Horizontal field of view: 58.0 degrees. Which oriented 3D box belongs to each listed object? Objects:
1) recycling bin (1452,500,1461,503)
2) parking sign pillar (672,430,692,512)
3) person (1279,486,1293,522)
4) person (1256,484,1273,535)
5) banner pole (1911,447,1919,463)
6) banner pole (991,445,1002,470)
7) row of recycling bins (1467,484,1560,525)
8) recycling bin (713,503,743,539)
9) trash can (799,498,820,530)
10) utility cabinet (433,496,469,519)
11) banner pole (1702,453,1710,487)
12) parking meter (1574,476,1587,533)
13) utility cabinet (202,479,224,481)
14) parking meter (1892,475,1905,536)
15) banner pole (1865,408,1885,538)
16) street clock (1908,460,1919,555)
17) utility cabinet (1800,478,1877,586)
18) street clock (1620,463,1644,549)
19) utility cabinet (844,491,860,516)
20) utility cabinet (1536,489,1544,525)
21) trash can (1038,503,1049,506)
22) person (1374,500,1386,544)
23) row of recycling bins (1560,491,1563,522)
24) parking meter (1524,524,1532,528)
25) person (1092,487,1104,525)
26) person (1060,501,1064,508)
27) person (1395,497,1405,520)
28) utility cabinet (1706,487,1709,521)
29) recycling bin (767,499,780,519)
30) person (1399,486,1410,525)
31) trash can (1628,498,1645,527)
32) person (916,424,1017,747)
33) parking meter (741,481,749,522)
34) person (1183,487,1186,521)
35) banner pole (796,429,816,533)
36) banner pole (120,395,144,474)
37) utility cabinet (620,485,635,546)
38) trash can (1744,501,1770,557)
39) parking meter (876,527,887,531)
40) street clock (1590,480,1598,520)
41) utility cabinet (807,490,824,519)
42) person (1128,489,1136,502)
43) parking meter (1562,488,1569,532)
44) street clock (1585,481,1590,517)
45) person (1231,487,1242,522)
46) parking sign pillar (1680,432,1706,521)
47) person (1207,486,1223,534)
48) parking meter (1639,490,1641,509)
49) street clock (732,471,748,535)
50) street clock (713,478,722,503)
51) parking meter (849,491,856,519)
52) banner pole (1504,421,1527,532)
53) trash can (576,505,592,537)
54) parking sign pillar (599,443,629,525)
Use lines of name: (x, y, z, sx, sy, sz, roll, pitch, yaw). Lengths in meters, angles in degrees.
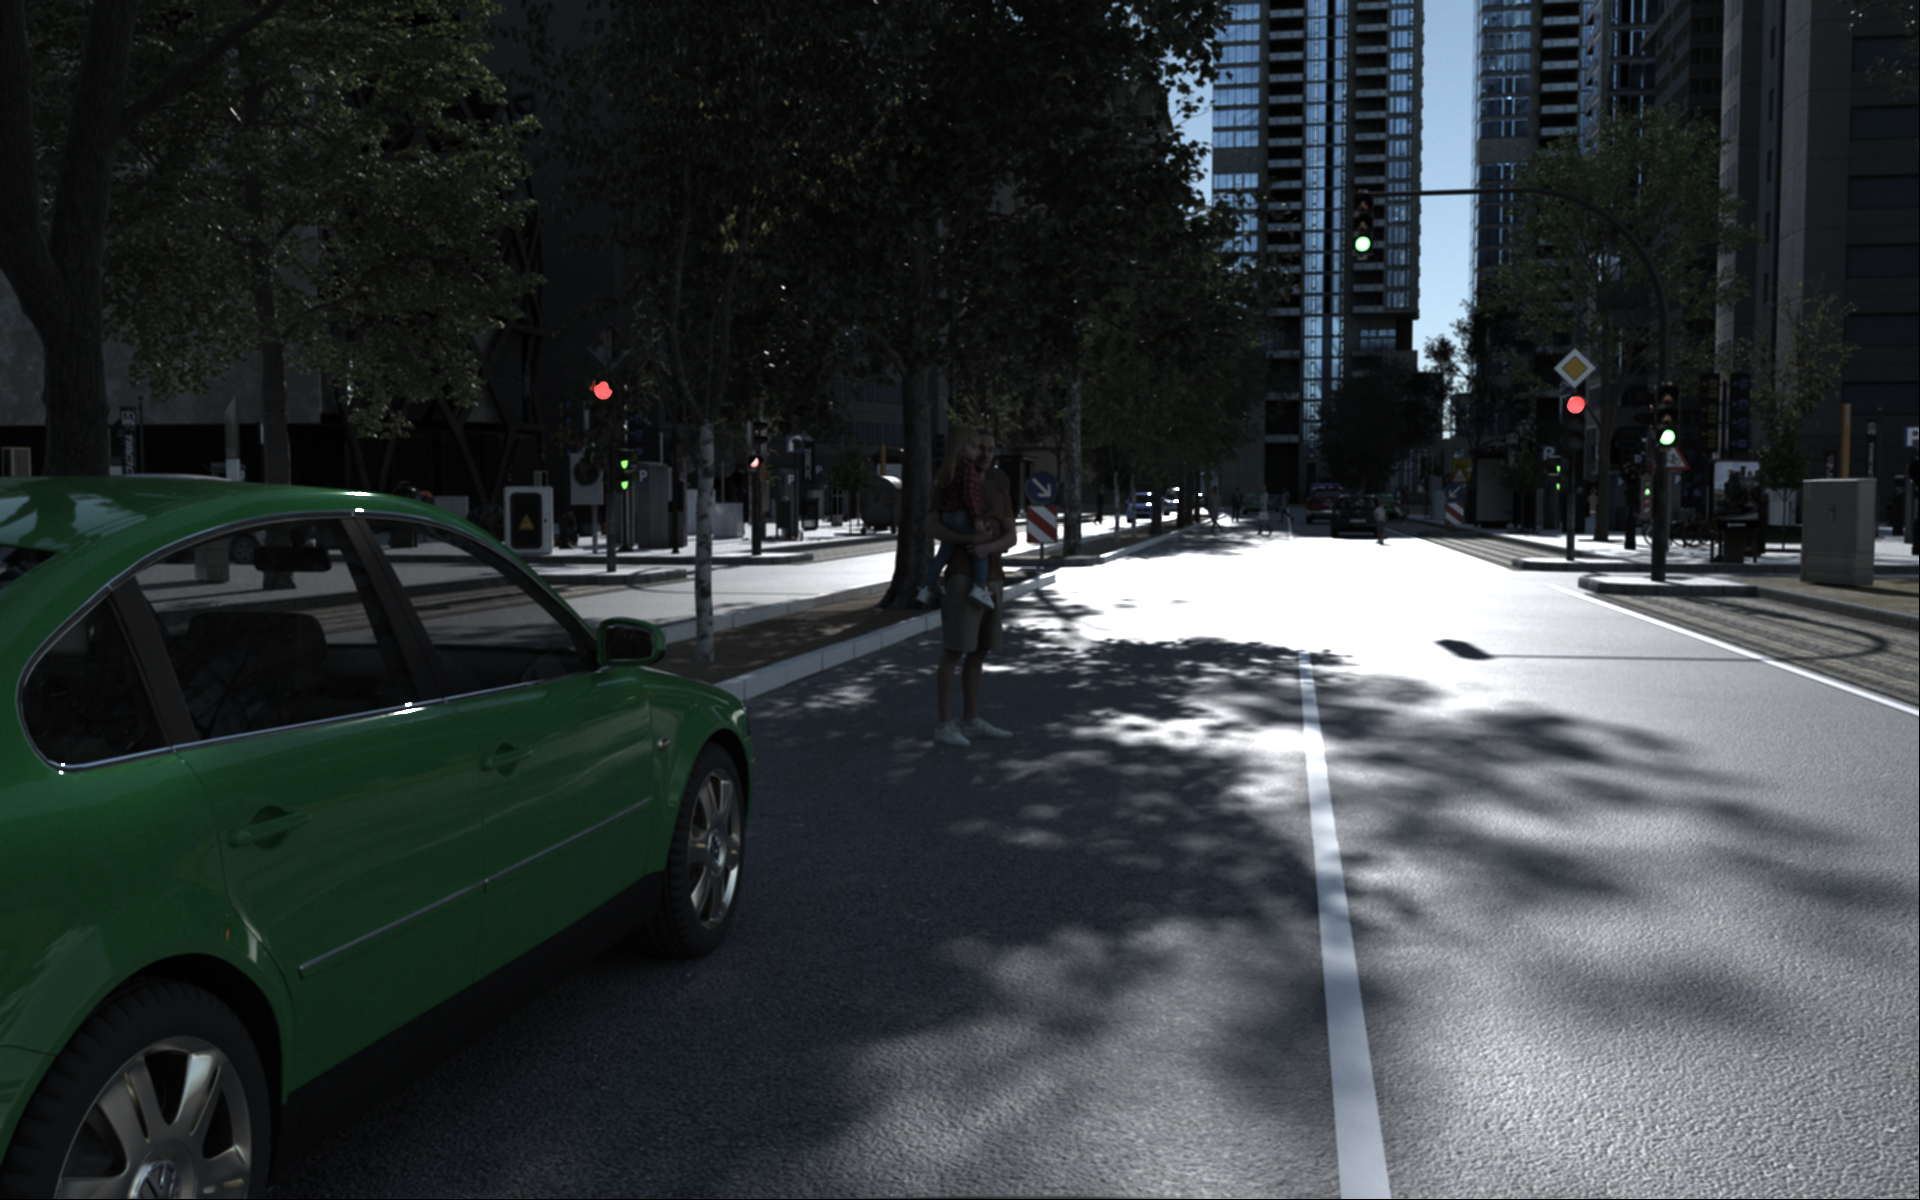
recycling bin: (29.492, -5.480, 102.152, 0.722, 1.027, 0.722, 2, 4, 34)
parking sign pillar: (-11.764, -5.189, 73.311, 1.447, 3.967, 1.447, 1, 4, 10)
person: (16.342, -4.794, 86.975, 0.778, 1.811, 0.616, 0, 4, 0)
person: (10.705, -3.177, 60.802, 0.624, 1.780, 0.694, 1, 4, 11)
banner pole: (37.198, -4.723, 67.233, 0.401, 3.779, 0.863, -1, 4, -11)
banner pole: (1.474, -5.339, 77.306, 0.863, 3.779, 0.401, 1, 4, 8)
row of recycling bins: (23.238, -4.028, 72.974, 3.534, 1.692, 1.069, 1, 4, 11)
recycling bin: (-6.727, -2.305, 50.247, 0.722, 1.027, 0.722, 1, 4, 9)
trash can: (-5.373, -3.075, 61.937, 0.748, 1.137, 0.748, 0, 3, 0)
utility cabinet: (-15.684, -2.582, 53.378, 1.020, 1.237, 0.306, 0, 4, 5)
banner pole: (33.546, -5.391, 78.153, 0.863, 3.779, 0.401, 0, 4, -2)
parking meter: (20.297, -3.117, 56.672, 0.399, 1.863, 0.255, 1, 4, 23)
utility cabinet: (-10.976, -1.023, 25.398, 0.318, 1.500, 1.173, -2, 4, -32)
parking meter: (28.810, -2.901, 53.144, 0.255, 1.863, 0.399, 3, 4, 37)
banner pole: (26.640, -3.698, 50.483, 0.863, 3.779, 0.401, -2, 4, -29)
street clock: (20.149, -1.943, 36.333, 0.358, 2.002, 0.471, -1, 4, -20)
utility cabinet: (12.330, -0.959, 24.357, 0.318, 1.500, 1.173, -1, 4, -9)
street clock: (15.553, -2.176, 40.141, 0.471, 2.002, 0.358, 0, 4, -4)
utility cabinet: (-6.104, -5.440, 97.629, 0.318, 1.500, 1.173, -3, 4, -38)
utility cabinet: (23.448, -3.735, 69.741, 1.173, 1.500, 0.318, 3, 5, 40)
trash can: (4.614, -5.158, 95.991, 0.748, 1.137, 0.748, 0, 3, 0)
person: (12.127, -2.254, 50.036, 0.332, 1.250, 0.352, 2, 4, 26)
row of recycling bins: (27.665, -4.481, 80.383, 1.069, 1.692, 3.534, 0, 4, -7)
parking meter: (21.490, -3.659, 65.533, 0.255, 1.863, 0.399, -1, 4, -14)
person: (6.471, -4.387, 80.643, 0.534, 1.772, 0.576, 0, 4, -7)
person: (4.281, -3.629, 68.188, 0.716, 1.782, 0.532, 0, 4, 8)
person: (22.206, -4.823, 87.130, 0.659, 1.850, 0.755, -1, 4, -18)
utility cabinet: (23.735, -2.760, 53.808, 0.318, 1.500, 1.173, -1, 4, -17)
recycling bin: (-9.643, -4.774, 90.607, 0.722, 1.027, 0.722, -2, 4, -24)
person: (20.548, -4.377, 80.039, 0.573, 1.828, 0.580, -1, 4, -22)
trash can: (26.305, -3.404, 67.315, 0.748, 1.137, 0.748, 0, 3, 0)
person: (0.041, -0.092, 9.977, 0.573, 1.828, 0.580, 0, 4, 4)
parking meter: (-9.765, -4.461, 78.649, 0.399, 1.863, 0.255, 0, 4, 7)
person: (11.463, -4.871, 88.242, 0.635, 1.810, 0.391, -1, 4, -19)
banner pole: (-5.107, -4.069, 56.552, 0.863, 3.779, 0.401, 1, 4, 16)
banner pole: (-20.826, -3.285, 43.720, 0.401, 3.779, 0.863, 2, 4, 24)
utility cabinet: (-8.266, -2.099, 42.990, 0.318, 1.500, 1.173, -1, 4, -13)
trash can: (16.246, -1.467, 35.632, 0.748, 1.137, 0.748, 0, 3, 0)
parking meter: (-2.751, -3.348, 60.449, 0.399, 1.863, 0.255, 2, 4, 32)
street clock: (31.940, -5.022, 86.683, 0.471, 2.002, 0.358, 2, 4, 32)
utility cabinet: (-7.514, -4.972, 89.977, 0.318, 1.500, 1.173, 2, 4, 26)
person: (10.291, -5.766, 102.871, 0.635, 1.810, 0.391, -2, 4, -33)
parking meter: (20.362, -3.031, 57.966, 0.372, 1.533, 0.369, 0, 3, 0)
street clock: (35.085, -5.640, 96.777, 0.471, 2.002, 0.358, 0, 4, -6)
person: (14.386, -4.986, 90.202, 0.721, 1.800, 0.419, -1, 4, -15)
parking sign pillar: (31.582, -5.285, 74.889, 1.447, 3.967, 1.447, 0, 4, -4)
person: (9.267, -3.269, 62.696, 0.466, 1.731, 0.760, -3, 5, -45)
parking meter: (40.890, -5.831, 103.750, 0.372, 1.533, 0.369, 0, 3, 0)
street clock: (-6.824, -3.008, 53.749, 0.471, 2.002, 0.358, 3, 5, 42)
street clock: (-10.985, -4.515, 78.392, 0.471, 2.002, 0.358, 1, 4, 16)
parking meter: (-5.474, -4.892, 88.399, 0.372, 1.533, 0.369, 0, 3, 0)
banner pole: (19.109, -4.250, 59.498, 0.863, 3.779, 0.401, 2, 4, 28)
trash can: (-11.337, -2.500, 52.533, 0.748, 1.137, 0.748, 0, 3, 0)
parking sign pillar: (-14.452, -5.155, 72.762, 1.447, 3.967, 1.447, 0, 4, -4)
